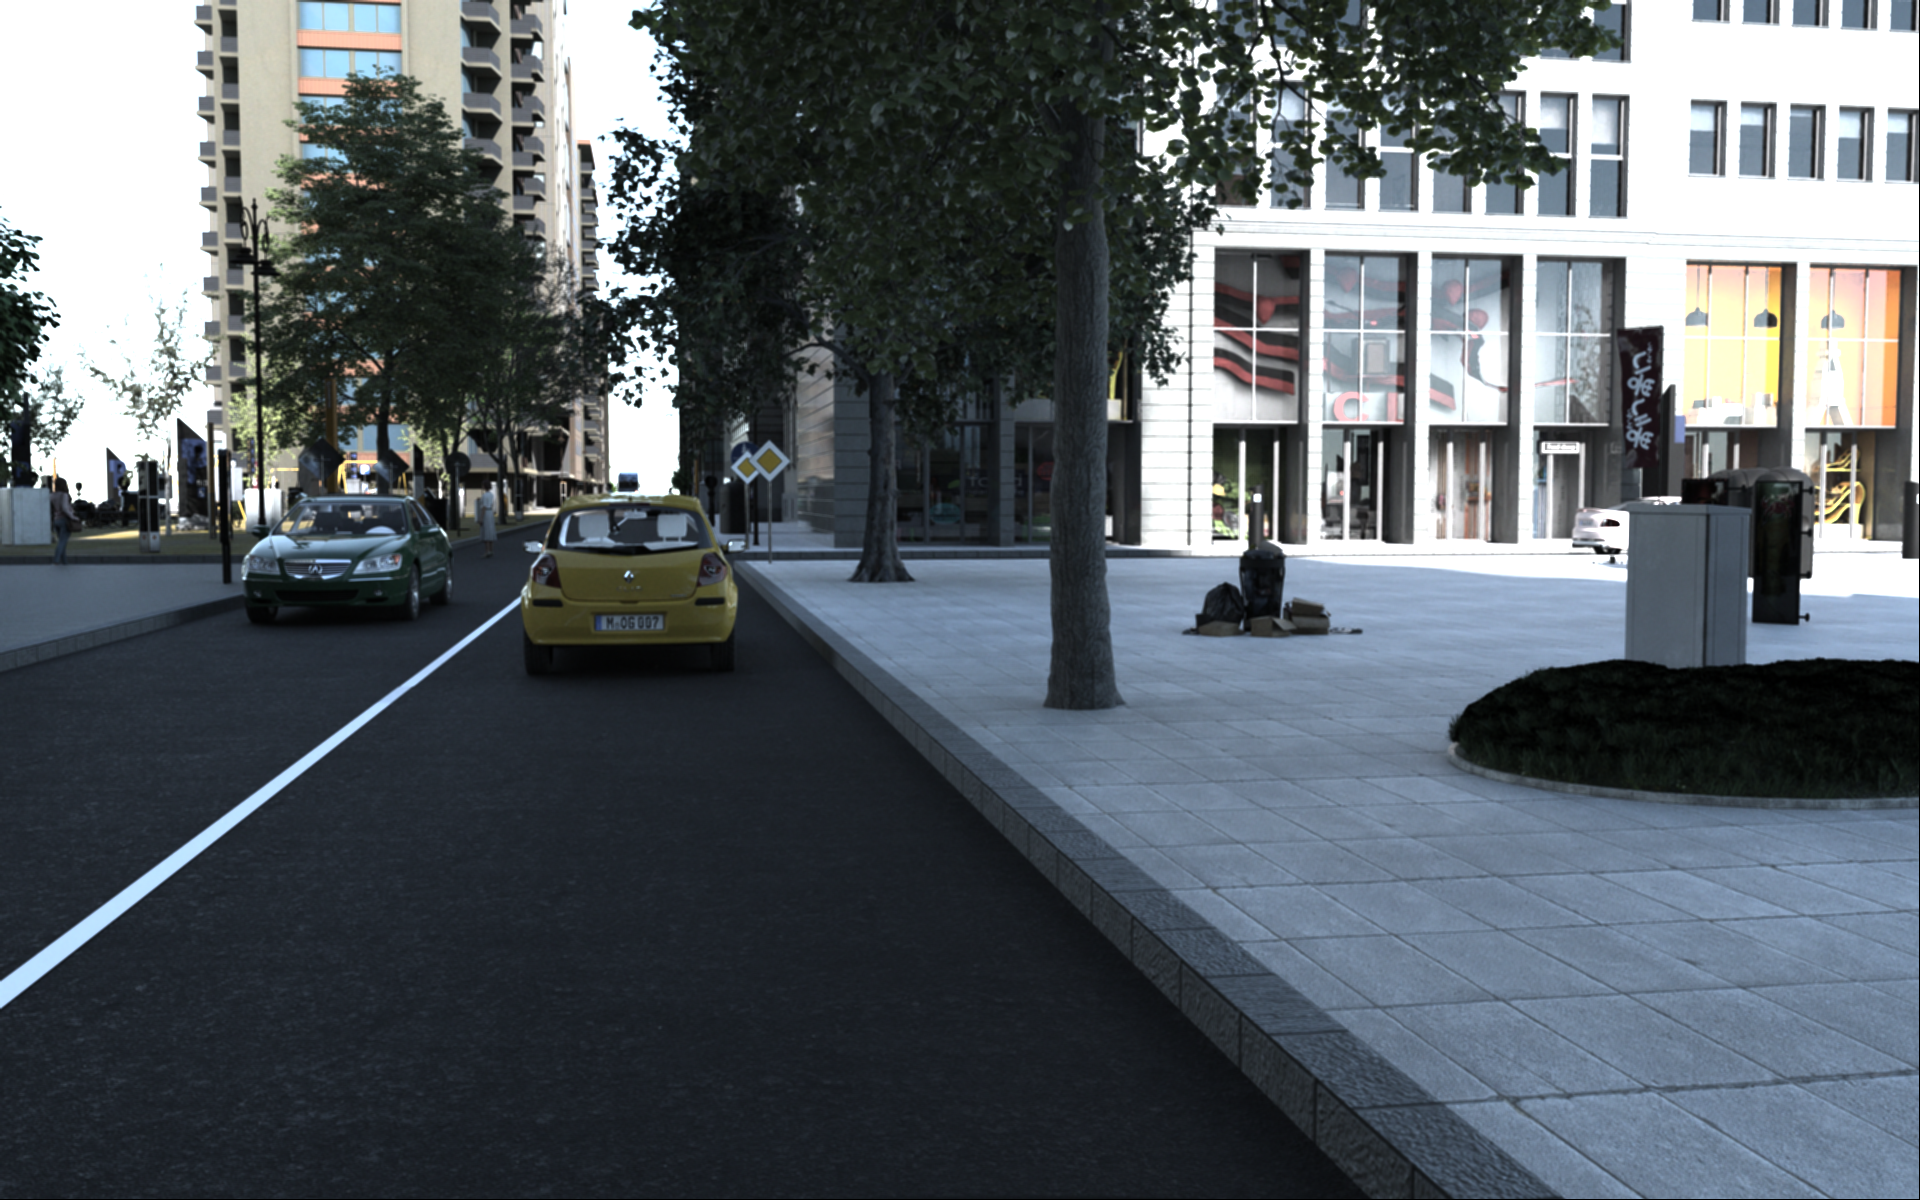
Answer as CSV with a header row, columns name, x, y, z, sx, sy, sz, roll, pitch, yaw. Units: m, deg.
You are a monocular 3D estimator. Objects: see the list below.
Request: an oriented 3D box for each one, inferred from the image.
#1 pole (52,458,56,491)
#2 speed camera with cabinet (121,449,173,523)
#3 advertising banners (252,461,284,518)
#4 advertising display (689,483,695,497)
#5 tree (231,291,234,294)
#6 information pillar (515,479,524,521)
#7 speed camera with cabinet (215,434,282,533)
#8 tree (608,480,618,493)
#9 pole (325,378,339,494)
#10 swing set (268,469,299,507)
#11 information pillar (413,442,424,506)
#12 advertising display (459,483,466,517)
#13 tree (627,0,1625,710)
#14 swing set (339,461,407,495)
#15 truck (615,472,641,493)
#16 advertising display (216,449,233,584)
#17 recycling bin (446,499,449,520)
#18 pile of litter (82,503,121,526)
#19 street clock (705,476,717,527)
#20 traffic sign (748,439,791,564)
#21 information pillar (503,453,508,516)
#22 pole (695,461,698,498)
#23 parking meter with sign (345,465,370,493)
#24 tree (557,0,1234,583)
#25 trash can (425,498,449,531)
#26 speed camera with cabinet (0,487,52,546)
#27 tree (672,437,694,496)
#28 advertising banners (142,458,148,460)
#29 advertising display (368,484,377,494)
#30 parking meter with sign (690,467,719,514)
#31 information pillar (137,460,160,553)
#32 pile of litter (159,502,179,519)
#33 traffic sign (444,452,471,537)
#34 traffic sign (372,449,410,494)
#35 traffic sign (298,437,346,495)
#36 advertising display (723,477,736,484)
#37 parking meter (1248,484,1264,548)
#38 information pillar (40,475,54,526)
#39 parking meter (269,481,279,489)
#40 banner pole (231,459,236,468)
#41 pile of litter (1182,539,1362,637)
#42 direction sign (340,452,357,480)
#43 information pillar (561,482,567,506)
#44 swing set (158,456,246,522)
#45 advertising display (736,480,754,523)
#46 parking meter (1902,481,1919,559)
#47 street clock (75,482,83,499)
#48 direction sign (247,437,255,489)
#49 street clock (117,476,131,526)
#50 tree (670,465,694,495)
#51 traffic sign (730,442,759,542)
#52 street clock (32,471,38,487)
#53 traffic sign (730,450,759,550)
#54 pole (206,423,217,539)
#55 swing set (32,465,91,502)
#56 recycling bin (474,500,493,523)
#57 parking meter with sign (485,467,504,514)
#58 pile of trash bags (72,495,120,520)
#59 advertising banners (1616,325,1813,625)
name,x,y,z,sx,sy,sz,roll,pitch,yaw
pole,-51.283,-6.379,98.141,0.158,3.312,0.155,0,3,0
speed camera with cabinet,-35.867,-5.018,76.385,2.038,3.252,0.660,0,4,-7
advertising banners,-37.058,-5.895,92.572,0.090,3.025,2.074,2,4,32
advertising display,-15.248,-5.712,98.605,0.123,1.923,0.974,0,4,2
tree,-15.126,-7.847,46.428,7.486,12.596,7.792,0,3,0
information pillar,-20.884,-4.746,82.082,0.304,2.012,0.304,0,4,2
speed camera with cabinet,-23.330,-3.818,56.755,2.038,3.252,0.660,1,4,10
tree,-47.726,-14.877,237.834,1.663,3.219,1.824,0,3,0
pole,-11.111,-2.252,30.670,0.158,3.312,0.155,0,3,0
swing set,-41.425,-6.761,108.167,3.119,2.851,2.862,0,4,6
information pillar,-24.597,-5.340,78.660,0.504,3.616,0.183,-3,5,-43
advertising display,-27.993,-5.595,96.691,0.974,1.923,0.123,2,4,29
tree,0.897,-5.602,9.713,7.486,12.596,7.792,0,3,0
swing set,-28.216,-5.208,82.764,3.119,2.851,2.862,0,4,-5
truck,-40.465,-13.627,212.560,2.967,4.110,18.799,-1,4,-9
advertising display,-10.632,-1.216,25.090,0.123,1.923,0.974,-1,4,-20
recycling bin,-25.829,-4.482,85.837,0.722,1.027,0.722,3,4,37
pile of litter,-34.749,-3.404,69.612,1.176,0.858,1.719,0,4,-3
street clock,-9.808,-3.898,68.304,0.471,2.002,0.358,2,4,33
traffic sign,-3.502,-1.726,31.857,0.795,2.450,0.064,-1,4,-10
information pillar,-26.089,-6.612,99.465,0.183,3.616,0.504,0,4,1
pole,-15.853,-6.752,104.239,0.158,3.312,0.155,0,3,0
parking meter with sign,-30.413,-5.540,86.844,1.738,3.016,0.543,-1,4,-14
tree,-1.047,-6.618,25.213,9.611,12.733,9.660,0,3,0
trash can,-17.426,-2.818,57.734,0.748,1.137,0.748,0,3,0
speed camera with cabinet,-23.562,-2.953,42.625,0.660,3.252,2.038,2,4,34
tree,-32.205,-15.600,205.426,4.360,8.622,3.978,0,3,0
advertising banners,-37.065,-5.001,77.961,0.090,3.025,2.074,0,4,6
advertising display,-36.319,-6.260,107.559,0.974,1.923,0.123,0,4,0
parking meter with sign,-16.317,-7.008,110.838,1.738,3.016,0.543,1,4,8
information pillar,-17.708,-2.038,37.807,0.304,2.012,0.304,2,4,23
pile of litter,-40.379,-4.538,88.161,1.176,0.858,1.719,-3,5,-40
traffic sign,-15.044,-3.168,51.906,0.768,2.556,0.104,-1,4,-9
traffic sign,-12.602,-2.126,38.404,0.795,2.450,0.064,-1,4,-10
traffic sign,-11.234,-1.645,30.537,0.795,2.450,0.064,-1,4,-10
advertising display,-8.637,-3.633,64.609,0.123,1.923,0.974,-2,4,-24
parking meter,7.071,-2.014,41.348,0.372,1.533,0.369,0,3,0
information pillar,-35.197,-3.811,66.801,0.304,2.012,0.304,1,4,18
parking meter,-31.510,-4.519,79.590,0.255,1.863,0.399,3,5,43
banner pole,-45.325,-7.187,107.532,0.863,3.779,0.401,-1,4,-16
pile of litter,2.908,-0.123,15.976,1.719,0.858,1.176,0,4,5
direction sign,-32.895,-6.192,93.229,0.876,3.537,0.379,-1,4,-12
information pillar,-24.688,-6.328,107.951,0.304,2.012,0.304,0,4,-1
swing set,-31.395,-4.474,70.769,3.119,2.851,2.862,1,4,19
advertising display,-9.703,-4.435,77.732,0.974,1.923,0.123,-3,4,-38
parking meter,18.775,-1.571,34.095,0.372,1.533,0.369,0,3,0
street clock,-52.267,-6.006,102.770,0.358,2.002,0.471,0,4,0
direction sign,-28.106,-4.692,68.709,0.379,3.537,0.876,-3,4,-39
street clock,-33.740,-4.000,69.974,0.471,2.002,0.358,-3,5,-39
tree,-31.452,-13.032,196.794,4.285,4.588,4.351,0,3,0
traffic sign,-5.183,-2.568,42.092,0.768,2.556,0.104,0,4,-2
street clock,-28.467,-2.962,52.999,0.358,2.002,0.471,3,5,45
traffic sign,-4.870,-2.207,39.724,0.795,2.450,0.064,-1,4,-10
pole,-21.463,-3.413,49.639,0.158,3.312,0.155,0,3,0
swing set,-49.536,-5.930,94.574,2.862,2.851,3.119,1,4,22
recycling bin,-21.308,-3.970,77.465,0.722,1.027,0.722,-1,4,-21
parking meter with sign,-29.660,-6.928,109.541,1.738,3.016,0.543,0,4,-8
pile of trash bags,-43.522,-4.666,86.034,3.447,1.369,1.912,0,4,7
advertising banners,7.605,-1.310,17.605,0.090,3.025,2.074,-3,5,-40
